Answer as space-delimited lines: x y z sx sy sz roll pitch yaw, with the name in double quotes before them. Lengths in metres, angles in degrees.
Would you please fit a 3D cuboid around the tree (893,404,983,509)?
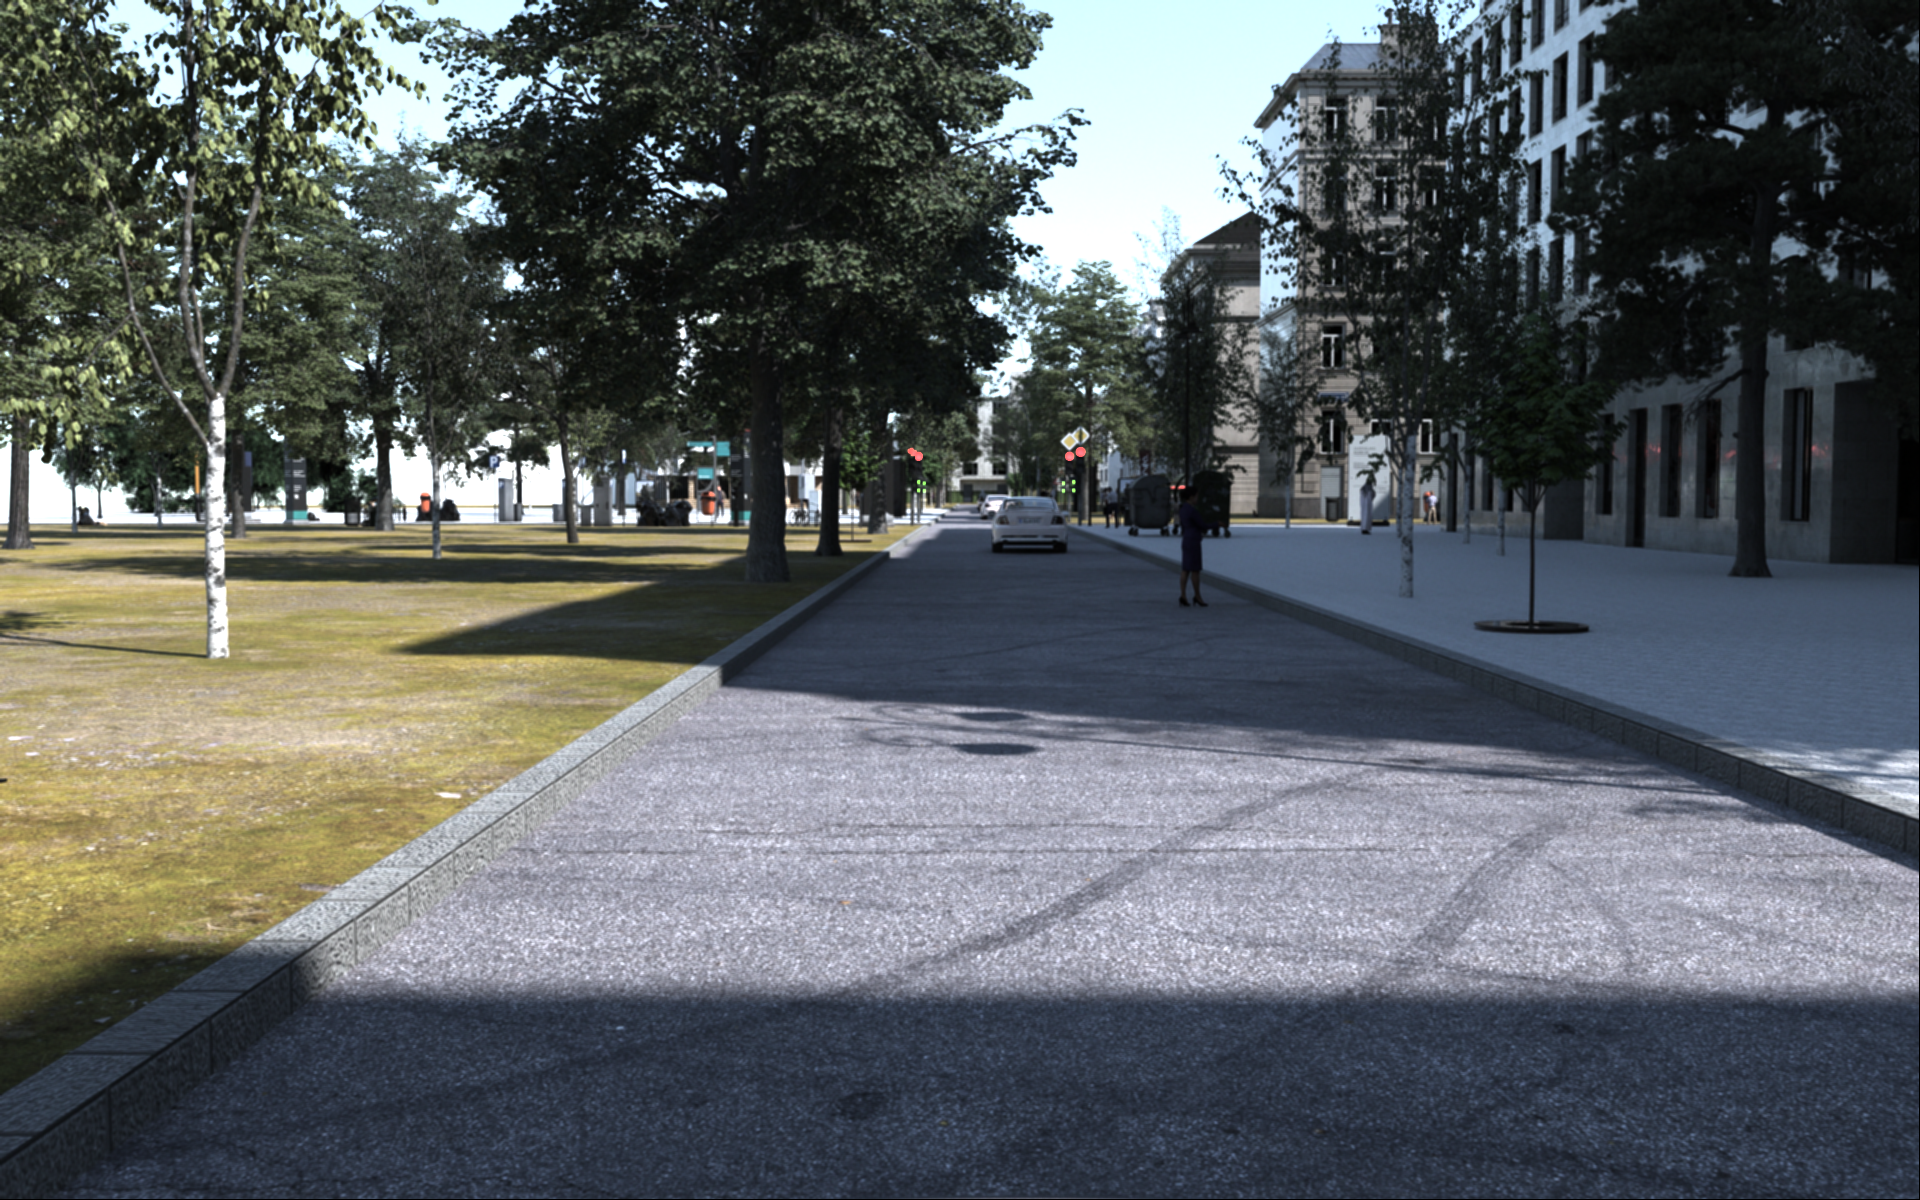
"tree" -1.643 -14.918 151.339 7.806 13.903 7.818 0 3 0

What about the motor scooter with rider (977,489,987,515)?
"motor scooter with rider" 1.510 -6.251 111.176 0.876 1.779 1.986 0 4 1

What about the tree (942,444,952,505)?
"tree" -0.699 -21.653 209.911 12.611 20.169 13.585 0 3 0

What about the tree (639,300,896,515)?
"tree" -9.890 -9.888 87.418 9.928 11.665 9.643 0 3 0

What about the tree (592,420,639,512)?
"tree" -23.708 -12.322 127.212 9.928 11.665 9.643 0 3 0

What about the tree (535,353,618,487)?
"tree" -18.799 -8.166 83.882 4.737 8.622 4.395 0 3 0

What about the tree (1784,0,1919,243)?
"tree" 9.306 -3.906 14.220 4.360 8.622 3.978 0 3 0

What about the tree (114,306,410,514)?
"tree" -48.091 -13.297 119.221 18.604 14.587 13.155 -2 4 -26

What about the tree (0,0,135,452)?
"tree" -17.697 -6.779 28.970 7.486 12.596 7.792 0 3 0

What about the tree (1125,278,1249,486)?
"tree" 7.811 -6.589 58.088 4.737 8.622 4.395 0 3 0

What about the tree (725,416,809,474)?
"tree" -14.594 -13.840 133.709 7.806 13.903 7.818 0 3 0

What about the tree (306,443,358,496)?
"tree" -54.247 -10.710 138.020 20.602 7.101 11.467 2 4 35

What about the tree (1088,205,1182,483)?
"tree" 5.802 -5.719 43.868 4.360 8.622 3.978 0 3 0

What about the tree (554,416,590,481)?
"tree" -19.945 -10.993 101.796 6.751 12.117 7.091 0 3 0

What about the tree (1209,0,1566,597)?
"tree" 5.495 -4.357 21.592 4.360 8.622 3.978 0 3 0

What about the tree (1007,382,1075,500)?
"tree" 5.536 -9.535 106.264 4.737 8.622 4.395 0 3 0

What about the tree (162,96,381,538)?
"tree" -20.577 -8.072 50.102 7.486 12.596 7.792 0 3 0

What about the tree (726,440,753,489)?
"tree" -15.149 -10.837 127.551 4.360 8.622 3.978 0 3 0

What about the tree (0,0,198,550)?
"tree" -21.671 -8.113 40.073 7.806 13.903 7.818 0 3 0

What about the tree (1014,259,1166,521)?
"tree" 6.281 -10.113 83.472 7.486 12.596 7.792 0 3 0

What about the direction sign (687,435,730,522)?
"direction sign" -11.111 -5.531 79.194 2.525 3.948 1.411 0 4 1

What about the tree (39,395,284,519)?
"tree" -44.100 -8.233 97.514 11.467 7.101 20.602 -1 4 -19

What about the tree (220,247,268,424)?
"tree" -20.250 -9.392 60.207 9.857 13.997 8.962 0 3 0

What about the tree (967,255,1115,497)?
"tree" 7.139 -17.081 135.159 12.611 20.169 13.585 0 3 0

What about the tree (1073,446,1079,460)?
"tree" 11.445 -12.152 149.044 4.360 8.622 3.978 0 3 0

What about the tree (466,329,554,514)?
"tree" -27.778 -11.424 108.844 6.751 12.117 7.091 0 3 0

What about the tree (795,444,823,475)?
"tree" -12.921 -12.189 149.646 4.360 8.622 3.978 0 3 0

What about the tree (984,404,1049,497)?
"tree" 6.394 -16.297 192.211 9.928 11.665 9.643 0 3 0

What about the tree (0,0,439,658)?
"tree" -5.947 -3.864 13.536 4.737 8.622 4.395 0 3 0

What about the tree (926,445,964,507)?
"tree" -2.667 -13.515 171.335 4.737 8.622 4.395 0 3 0

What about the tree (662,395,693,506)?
"tree" -20.944 -10.298 118.735 4.360 8.622 3.978 0 3 0

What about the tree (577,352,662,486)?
"tree" -12.455 -6.404 55.074 4.360 8.622 3.978 0 3 0

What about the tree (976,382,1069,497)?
"tree" 6.681 -16.563 181.182 12.009 13.543 11.850 0 3 0

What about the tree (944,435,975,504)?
"tree" -1.550 -17.907 227.196 7.601 10.594 8.767 -2 4 -27

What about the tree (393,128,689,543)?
"tree" -10.409 -6.752 44.806 7.601 10.594 8.767 0 4 5

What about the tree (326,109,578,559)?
"tree" -10.169 -5.130 34.236 4.360 8.622 3.978 0 3 0

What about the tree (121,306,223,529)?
"tree" -29.087 -6.906 63.280 4.360 8.622 3.978 0 3 0

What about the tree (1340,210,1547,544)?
"tree" 12.958 -5.777 44.815 4.737 8.622 4.395 0 3 0

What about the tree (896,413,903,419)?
"tree" -7.032 -11.039 106.247 9.928 11.665 9.643 0 3 0

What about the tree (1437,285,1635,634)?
"tree" 5.399 -1.318 16.157 1.663 3.219 1.824 0 3 0

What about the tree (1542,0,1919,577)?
"tree" 12.301 -6.398 26.660 6.751 12.117 7.091 0 3 0
